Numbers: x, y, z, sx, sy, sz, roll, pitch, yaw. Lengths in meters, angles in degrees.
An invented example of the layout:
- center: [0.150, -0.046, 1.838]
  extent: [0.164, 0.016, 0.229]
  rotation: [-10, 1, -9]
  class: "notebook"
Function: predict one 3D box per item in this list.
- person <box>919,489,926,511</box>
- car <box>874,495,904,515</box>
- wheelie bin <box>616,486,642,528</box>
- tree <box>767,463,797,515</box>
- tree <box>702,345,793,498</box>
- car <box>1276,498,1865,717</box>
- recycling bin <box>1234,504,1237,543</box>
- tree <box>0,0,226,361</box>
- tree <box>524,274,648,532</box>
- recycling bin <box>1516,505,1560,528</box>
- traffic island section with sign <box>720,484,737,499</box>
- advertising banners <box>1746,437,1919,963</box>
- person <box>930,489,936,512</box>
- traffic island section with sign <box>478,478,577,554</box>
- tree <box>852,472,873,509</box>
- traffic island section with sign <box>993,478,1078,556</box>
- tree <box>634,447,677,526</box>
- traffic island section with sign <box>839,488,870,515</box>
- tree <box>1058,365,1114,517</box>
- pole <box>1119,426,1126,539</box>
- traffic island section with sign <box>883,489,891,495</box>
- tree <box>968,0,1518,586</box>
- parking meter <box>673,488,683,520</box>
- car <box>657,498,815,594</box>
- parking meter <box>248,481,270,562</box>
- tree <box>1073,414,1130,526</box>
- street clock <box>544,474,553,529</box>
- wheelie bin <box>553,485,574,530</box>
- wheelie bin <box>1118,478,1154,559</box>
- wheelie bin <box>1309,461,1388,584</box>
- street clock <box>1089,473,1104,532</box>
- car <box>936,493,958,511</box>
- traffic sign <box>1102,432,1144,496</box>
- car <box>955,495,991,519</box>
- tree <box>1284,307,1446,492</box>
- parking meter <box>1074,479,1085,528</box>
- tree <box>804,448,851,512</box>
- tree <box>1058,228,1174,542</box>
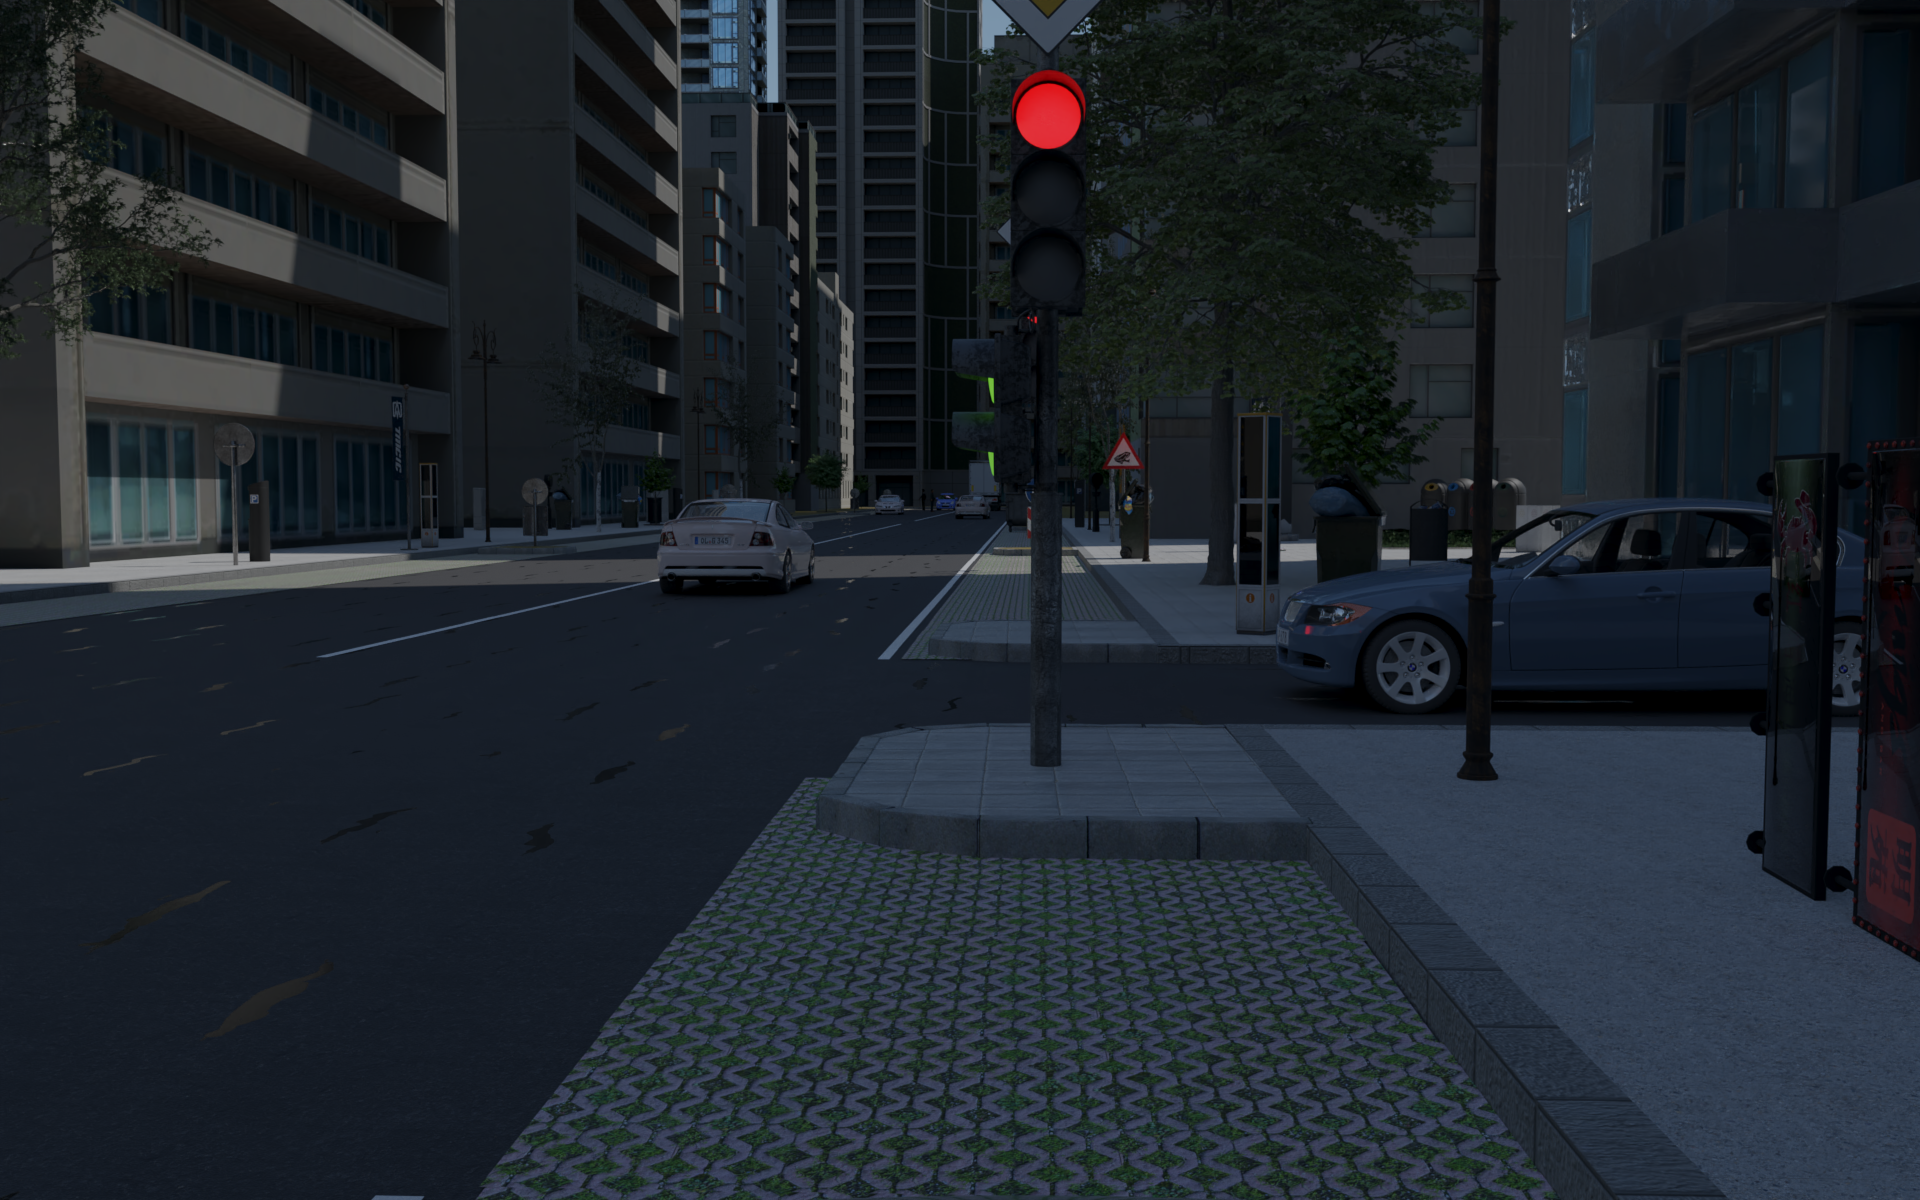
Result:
- center: [-3.094, -8.366, 144.917]
  extent: [0.705, 1.869, 1.348]
  rotation: [2, 4, 24]
  class: "person"
- center: [-4.900, -6.634, 120.833]
  extent: [2.083, 1.381, 4.827]
  rotation: [0, 4, 1]
  class: "car"
- center: [-12.540, -3.536, 65.718]
  extent: [0.980, 1.594, 0.693]
  rotation: [0, 4, -5]
  class: "wheelie bin"
- center: [-10.675, -6.806, 105.873]
  extent: [1.663, 3.219, 1.824]
  rotation: [0, 3, 0]
  class: "tree"
- center: [-10.705, -8.323, 86.449]
  extent: [4.360, 8.622, 3.978]
  rotation: [0, 3, 0]
  class: "tree"
- center: [4.464, 0.001, 11.983]
  extent: [4.499, 1.417, 2.014]
  rotation: [0, 4, 2]
  class: "car"
- center: [7.394, -2.005, 45.344]
  extent: [0.722, 1.027, 0.722]
  rotation: [-3, 5, -40]
  class: "recycling bin"
- center: [-14.479, -5.507, 24.455]
  extent: [8.767, 10.594, 7.601]
  rotation: [1, 4, 16]
  class: "tree"
- center: [-12.293, -6.596, 58.207]
  extent: [4.360, 8.622, 3.978]
  rotation: [0, 3, 0]
  class: "tree"
- center: [12.823, -1.578, 38.347]
  extent: [0.722, 1.027, 0.722]
  rotation: [-2, 4, -29]
  class: "recycling bin"
- center: [-9.233, -3.686, 68.888]
  extent: [1.989, 1.847, 2.006]
  rotation: [0, 4, 2]
  class: "traffic island section with sign"
- center: [2.667, -0.531, 4.870]
  extent: [0.090, 3.025, 2.074]
  rotation: [0, 4, 5]
  class: "advertising banners"
- center: [-2.193, -7.948, 138.476]
  extent: [0.705, 1.821, 1.348]
  rotation: [1, 4, 13]
  class: "person"
- center: [-10.353, -2.026, 41.750]
  extent: [1.989, 1.847, 2.006]
  rotation: [0, 4, 2]
  class: "traffic island section with sign"
- center: [-8.554, -9.422, 148.649]
  extent: [1.663, 3.219, 1.824]
  rotation: [0, 3, 0]
  class: "tree"
- center: [1.772, -1.965, 40.762]
  extent: [1.989, 1.847, 2.006]
  rotation: [0, 4, 2]
  class: "traffic island section with sign"
- center: [-12.552, -4.659, 70.771]
  extent: [1.663, 3.219, 1.824]
  rotation: [0, 3, 0]
  class: "tree"
- center: [-7.173, -6.712, 118.363]
  extent: [1.989, 1.847, 2.006]
  rotation: [0, 4, 2]
  class: "traffic island section with sign"
- center: [6.569, -8.982, 97.216]
  extent: [4.737, 8.622, 4.395]
  rotation: [0, 3, 0]
  class: "tree"
- center: [4.692, -3.431, 49.932]
  extent: [0.158, 3.312, 0.155]
  rotation: [0, 3, 0]
  class: "pole"
- center: [-6.062, -8.363, 145.368]
  extent: [1.989, 1.847, 2.006]
  rotation: [0, 4, 2]
  class: "traffic island section with sign"
- center: [3.767, -6.508, 24.539]
  extent: [7.486, 12.596, 7.792]
  rotation: [0, 3, 0]
  class: "tree"
- center: [-11.217, -3.696, 68.839]
  extent: [0.372, 1.533, 0.369]
  rotation: [0, 3, 0]
  class: "parking meter"
- center: [-3.334, -0.854, 26.325]
  extent: [2.083, 1.381, 4.827]
  rotation: [0, 4, 2]
  class: "car"
- center: [-13.313, -1.497, 32.892]
  extent: [0.372, 1.533, 0.369]
  rotation: [0, 3, 0]
  class: "parking meter"
- center: [6.122, -5.341, 71.031]
  extent: [4.285, 4.588, 4.351]
  rotation: [0, 3, 0]
  class: "tree"
- center: [-15.139, -3.619, 63.736]
  extent: [0.358, 2.002, 0.471]
  rotation: [0, 4, -1]
  class: "street clock"
- center: [-14.231, -3.316, 62.128]
  extent: [0.693, 1.594, 0.980]
  rotation: [0, 4, -7]
  class: "wheelie bin"
- center: [3.513, -1.631, 34.579]
  extent: [0.693, 1.594, 0.980]
  rotation: [1, 4, 9]
  class: "wheelie bin"
- center: [3.709, -0.530, 16.571]
  extent: [0.693, 1.594, 0.980]
  rotation: [1, 4, 18]
  class: "wheelie bin"
- center: [4.600, -3.301, 58.549]
  extent: [0.471, 2.002, 0.358]
  rotation: [-2, 4, -25]
  class: "street clock"
- center: [-1.127, -8.716, 152.094]
  extent: [1.945, 1.707, 3.694]
  rotation: [0, 4, 4]
  class: "car"
- center: [3.455, -2.242, 36.657]
  extent: [0.884, 2.594, 0.081]
  rotation: [0, 4, 7]
  class: "traffic sign"
- center: [0.744, -5.370, 100.168]
  extent: [2.083, 1.381, 4.827]
  rotation: [0, 4, 4]
  class: "car"
- center: [4.222, -1.433, 18.037]
  extent: [1.663, 3.219, 1.824]
  rotation: [0, 3, 0]
  class: "tree"
- center: [4.583, -3.719, 66.509]
  extent: [0.399, 1.863, 0.255]
  rotation: [1, 4, 14]
  class: "parking meter"
- center: [-9.472, -8.560, 123.670]
  extent: [4.285, 4.588, 4.351]
  rotation: [0, 3, 0]
  class: "tree"
- center: [3.890, -5.848, 45.978]
  extent: [4.360, 8.622, 3.978]
  rotation: [0, 3, 0]
  class: "tree"
